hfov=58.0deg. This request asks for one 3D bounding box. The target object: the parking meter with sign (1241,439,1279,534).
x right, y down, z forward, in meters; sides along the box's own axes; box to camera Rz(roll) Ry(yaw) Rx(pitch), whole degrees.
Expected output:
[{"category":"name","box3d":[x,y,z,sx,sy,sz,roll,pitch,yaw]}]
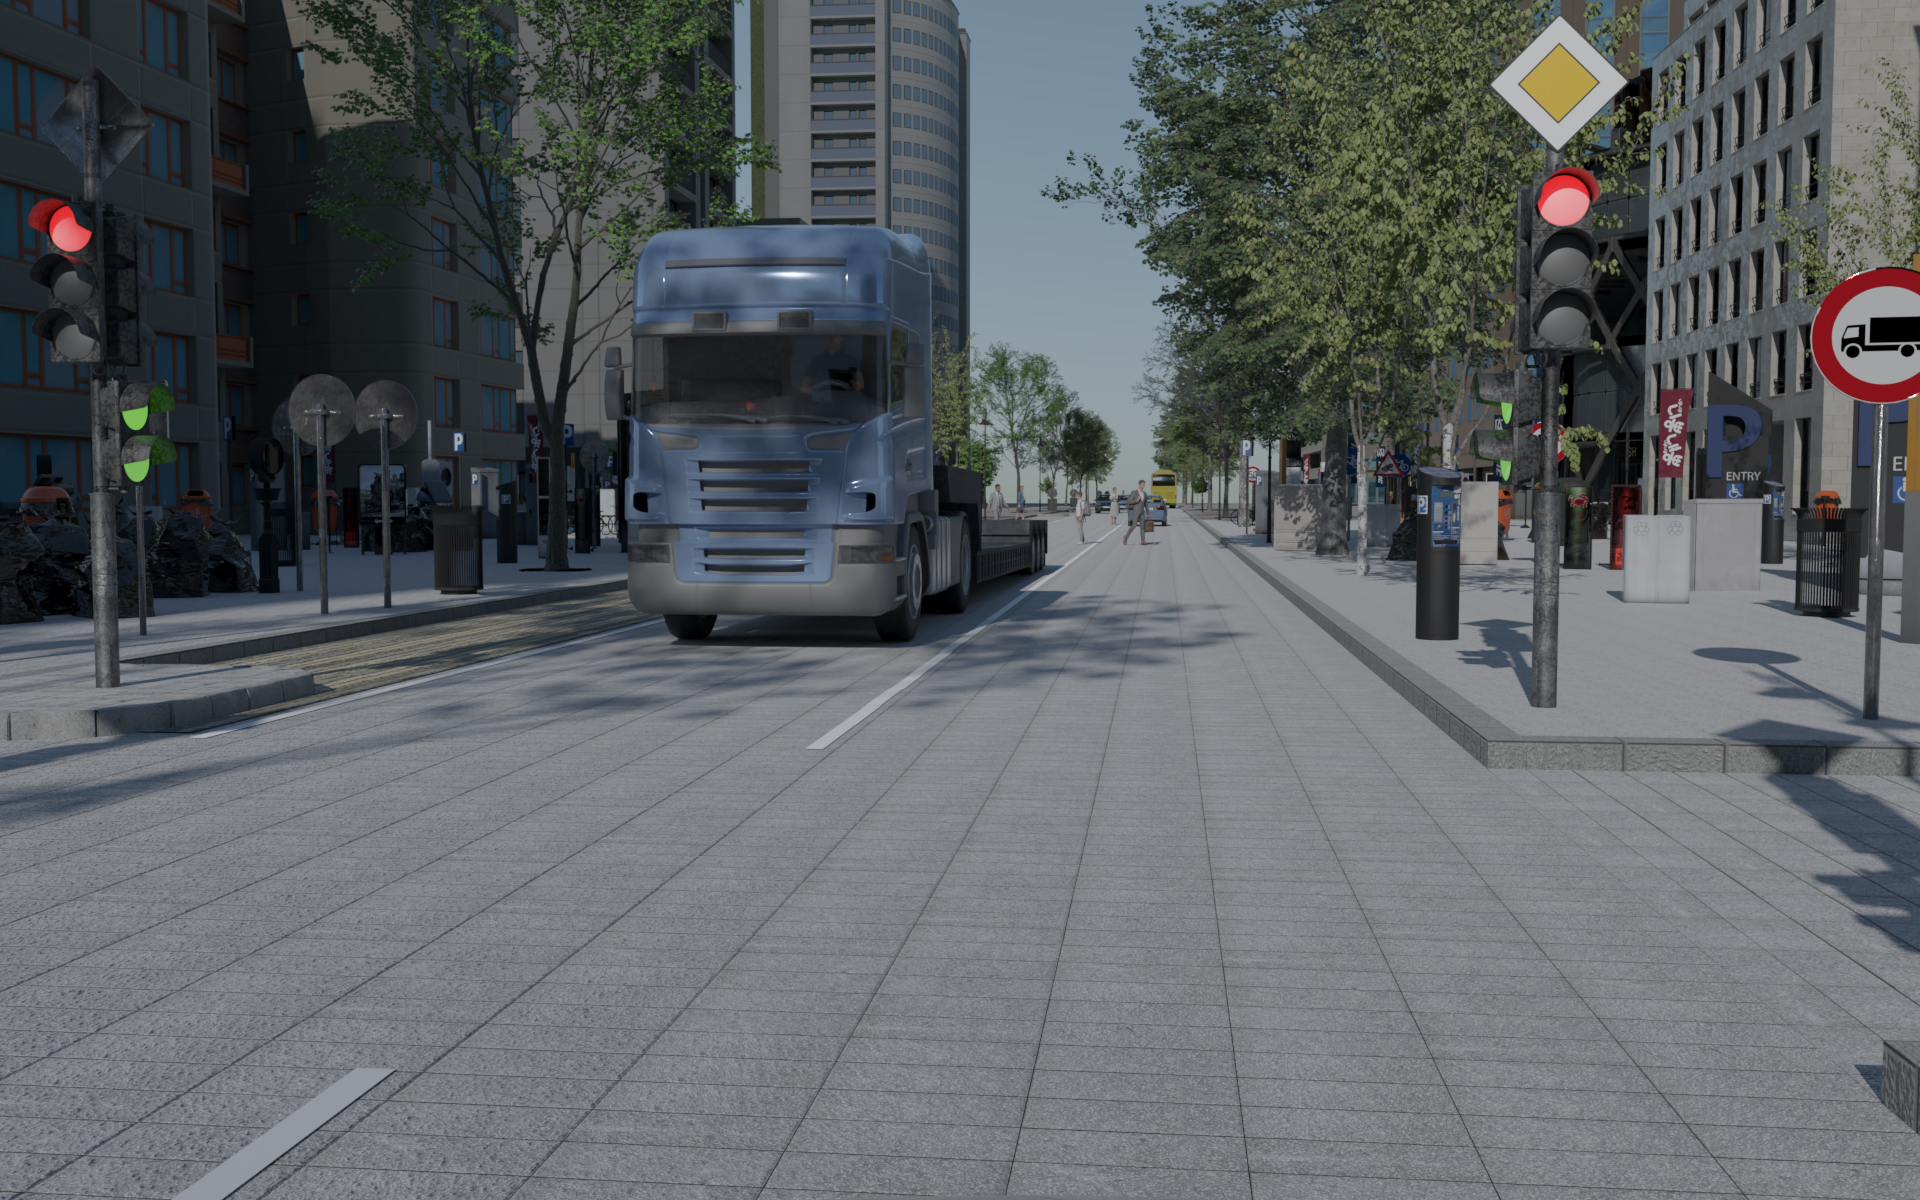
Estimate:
[{"category":"parking meter with sign","box3d":[9.855,-3.614,55.355,1.738,3.016,0.543,-2,4,-27]}]

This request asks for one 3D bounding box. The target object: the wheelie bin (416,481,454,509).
[{"category":"wheelie bin","box3d":[-13.032,-2.139,42.889,0.693,1.594,0.980,2,4,29]}]

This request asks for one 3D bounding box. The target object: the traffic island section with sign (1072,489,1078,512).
[{"category":"traffic island section with sign","box3d":[9.127,-7.893,137.682,1.989,1.847,2.006,0,4,7]}]

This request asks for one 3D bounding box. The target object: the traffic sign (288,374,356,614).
[{"category":"traffic sign","box3d":[-6.797,-1.122,18.449,0.768,2.556,0.104,0,4,7]}]

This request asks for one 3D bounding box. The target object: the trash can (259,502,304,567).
[{"category":"trash can","box3d":[-12.045,-1.170,30.784,0.748,1.137,0.748,0,3,0]}]

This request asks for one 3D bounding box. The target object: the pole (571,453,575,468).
[{"category":"pole","box3d":[-19.234,-5.647,86.172,0.158,3.312,0.155,0,3,0]}]

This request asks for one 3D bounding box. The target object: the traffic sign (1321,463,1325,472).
[{"category":"traffic sign","box3d":[11.911,-3.281,55.775,0.606,2.300,0.079,1,4,9]}]

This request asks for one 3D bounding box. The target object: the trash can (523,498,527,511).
[{"category":"trash can","box3d":[-15.660,-3.174,63.556,0.748,1.137,0.748,0,3,0]}]

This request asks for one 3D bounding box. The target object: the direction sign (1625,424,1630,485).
[{"category":"direction sign","box3d":[21.817,-3.955,56.664,0.379,3.537,0.876,2,4,25]}]

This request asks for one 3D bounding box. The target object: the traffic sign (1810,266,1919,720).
[{"category":"traffic sign","box3d":[5.196,-0.593,9.804,0.768,2.556,0.104,1,4,16]}]

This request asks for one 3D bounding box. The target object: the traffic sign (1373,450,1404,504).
[{"category":"traffic sign","box3d":[12.605,-3.121,51.026,0.884,2.594,0.081,1,4,15]}]

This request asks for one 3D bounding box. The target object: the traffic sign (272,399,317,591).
[{"category":"traffic sign","box3d":[-8.718,-1.388,22.801,0.768,2.556,0.104,1,4,12]}]

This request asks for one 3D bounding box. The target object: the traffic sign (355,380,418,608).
[{"category":"traffic sign","box3d":[-6.437,-1.180,19.406,0.768,2.556,0.104,1,4,9]}]

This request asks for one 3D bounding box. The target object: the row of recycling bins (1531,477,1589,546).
[{"category":"row of recycling bins","box3d":[15.325,-2.262,44.096,1.069,1.692,3.534,0,4,8]}]

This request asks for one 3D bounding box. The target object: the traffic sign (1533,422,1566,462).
[{"category":"traffic sign","box3d":[10.206,-1.841,30.203,0.768,2.556,0.104,1,4,14]}]

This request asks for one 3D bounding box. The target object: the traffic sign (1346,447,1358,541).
[{"category":"traffic sign","box3d":[10.566,-2.870,47.027,0.768,2.556,0.104,1,4,15]}]

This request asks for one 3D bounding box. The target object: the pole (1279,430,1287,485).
[{"category":"pole","box3d":[9.270,-3.420,49.765,0.158,3.312,0.155,0,3,0]}]

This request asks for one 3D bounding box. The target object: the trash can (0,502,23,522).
[{"category":"trash can","box3d":[-16.542,-1.146,30.392,0.748,1.137,0.748,0,3,0]}]

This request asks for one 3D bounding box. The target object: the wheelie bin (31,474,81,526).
[{"category":"wheelie bin","box3d":[-14.686,-1.232,28.047,0.693,1.594,0.980,0,4,4]}]

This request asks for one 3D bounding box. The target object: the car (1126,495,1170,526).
[{"category":"car","box3d":[8.481,-4.050,78.214,2.014,1.417,4.499,0,4,7]}]

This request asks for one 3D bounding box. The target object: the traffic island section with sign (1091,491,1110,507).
[{"category":"traffic island section with sign","box3d":[15.533,-11.234,192.299,1.989,1.847,2.006,0,4,7]}]

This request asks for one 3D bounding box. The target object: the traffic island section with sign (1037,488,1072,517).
[{"category":"traffic island section with sign","box3d":[5.965,-6.249,110.791,1.989,1.847,2.006,0,4,7]}]

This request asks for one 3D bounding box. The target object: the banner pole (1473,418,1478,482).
[{"category":"banner pole","box3d":[16.968,-4.103,57.107,0.401,3.779,0.863,1,4,17]}]

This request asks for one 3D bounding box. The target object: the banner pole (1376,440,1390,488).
[{"category":"banner pole","box3d":[19.452,-5.477,79.569,0.863,3.779,0.401,-1,4,-18]}]

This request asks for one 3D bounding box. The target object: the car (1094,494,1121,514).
[{"category":"car","box3d":[10.912,-7.229,127.980,2.009,1.686,4.222,0,4,8]}]

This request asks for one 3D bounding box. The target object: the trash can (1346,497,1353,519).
[{"category":"trash can","box3d":[18.802,-4.450,84.409,0.748,1.137,0.748,0,3,0]}]

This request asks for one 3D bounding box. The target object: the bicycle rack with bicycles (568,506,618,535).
[{"category":"bicycle rack with bicycles","box3d":[-11.663,-2.490,54.102,2.925,0.926,2.852,3,5,41]}]

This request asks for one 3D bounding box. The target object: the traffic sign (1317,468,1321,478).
[{"category":"traffic sign","box3d":[16.889,-4.893,80.110,0.768,2.556,0.104,1,4,15]}]

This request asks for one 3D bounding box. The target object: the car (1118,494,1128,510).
[{"category":"car","box3d":[12.713,-7.554,135.517,2.014,1.417,4.499,0,4,7]}]

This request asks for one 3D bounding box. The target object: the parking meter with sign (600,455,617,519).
[{"category":"parking meter with sign","box3d":[-16.066,-5.029,78.493,0.543,3.016,1.738,-2,4,-30]}]

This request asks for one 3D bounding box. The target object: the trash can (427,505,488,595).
[{"category":"trash can","box3d":[-6.431,-0.645,22.204,0.748,1.137,0.748,0,3,0]}]

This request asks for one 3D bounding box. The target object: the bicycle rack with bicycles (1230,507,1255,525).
[{"category":"bicycle rack with bicycles","box3d":[12.556,-3.572,71.778,2.925,0.926,2.852,2,4,31]}]

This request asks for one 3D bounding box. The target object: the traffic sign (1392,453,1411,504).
[{"category":"traffic sign","box3d":[13.669,-3.297,54.020,0.768,2.556,0.104,1,4,10]}]

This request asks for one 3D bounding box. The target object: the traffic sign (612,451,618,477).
[{"category":"traffic sign","box3d":[-7.996,-2.396,41.298,0.606,2.300,0.079,1,4,9]}]

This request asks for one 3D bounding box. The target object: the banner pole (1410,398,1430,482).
[{"category":"banner pole","box3d":[11.348,-3.217,42.613,0.863,3.779,0.401,-3,4,-36]}]

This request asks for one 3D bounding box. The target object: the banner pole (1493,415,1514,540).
[{"category":"banner pole","box3d":[15.115,-3.561,48.238,0.863,3.779,0.401,-2,4,-33]}]

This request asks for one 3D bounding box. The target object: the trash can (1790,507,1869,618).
[{"category":"trash can","box3d":[9.099,-0.398,18.157,0.748,1.137,0.748,0,3,0]}]

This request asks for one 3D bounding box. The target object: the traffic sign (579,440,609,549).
[{"category":"traffic sign","box3d":[-8.566,-2.471,40.512,0.768,2.556,0.104,1,4,16]}]

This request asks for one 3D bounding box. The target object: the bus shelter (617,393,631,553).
[{"category":"bus shelter","box3d":[-6.296,-3.022,40.697,1.731,3.624,6.357,0,4,7]}]

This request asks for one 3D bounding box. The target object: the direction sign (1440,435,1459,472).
[{"category":"direction sign","box3d":[18.721,-4.545,66.316,0.379,3.537,0.876,-2,4,-30]}]

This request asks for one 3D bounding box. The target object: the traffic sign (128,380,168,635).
[{"category":"traffic sign","box3d":[-7.408,-0.827,15.649,0.606,2.300,0.079,1,4,16]}]

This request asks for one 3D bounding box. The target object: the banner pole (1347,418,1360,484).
[{"category":"banner pole","box3d":[11.330,-3.692,50.385,0.863,3.779,0.401,-1,4,-12]}]

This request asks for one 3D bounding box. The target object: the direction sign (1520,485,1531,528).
[{"category":"direction sign","box3d":[21.311,-4.476,65.182,0.379,3.537,0.876,-2,4,-34]}]

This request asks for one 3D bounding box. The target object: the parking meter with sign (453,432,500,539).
[{"category":"parking meter with sign","box3d":[-13.576,-3.261,49.574,0.543,3.016,1.738,3,5,41]}]

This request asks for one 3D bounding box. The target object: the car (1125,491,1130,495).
[{"category":"car","box3d":[15.207,-9.166,159.650,2.009,1.686,4.222,0,4,7]}]

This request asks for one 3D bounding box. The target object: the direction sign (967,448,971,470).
[{"category":"direction sign","box3d":[0.429,-5.758,86.139,0.379,3.537,0.876,-1,4,-10]}]

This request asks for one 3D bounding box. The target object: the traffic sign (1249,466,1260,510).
[{"category":"traffic sign","box3d":[13.379,-4.834,79.145,0.768,2.556,0.104,1,4,15]}]

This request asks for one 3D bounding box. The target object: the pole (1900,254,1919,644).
[{"category":"pole","box3d":[8.203,-1.281,14.789,0.158,3.312,0.155,0,3,0]}]

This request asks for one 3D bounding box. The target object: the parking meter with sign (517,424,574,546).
[{"category":"parking meter with sign","box3d":[-10.460,-2.877,43.292,1.738,3.016,0.543,2,4,31]}]

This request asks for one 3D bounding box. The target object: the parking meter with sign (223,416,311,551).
[{"category":"parking meter with sign","box3d":[-15.681,-2.630,39.255,1.738,3.016,0.543,-3,5,-42]}]
